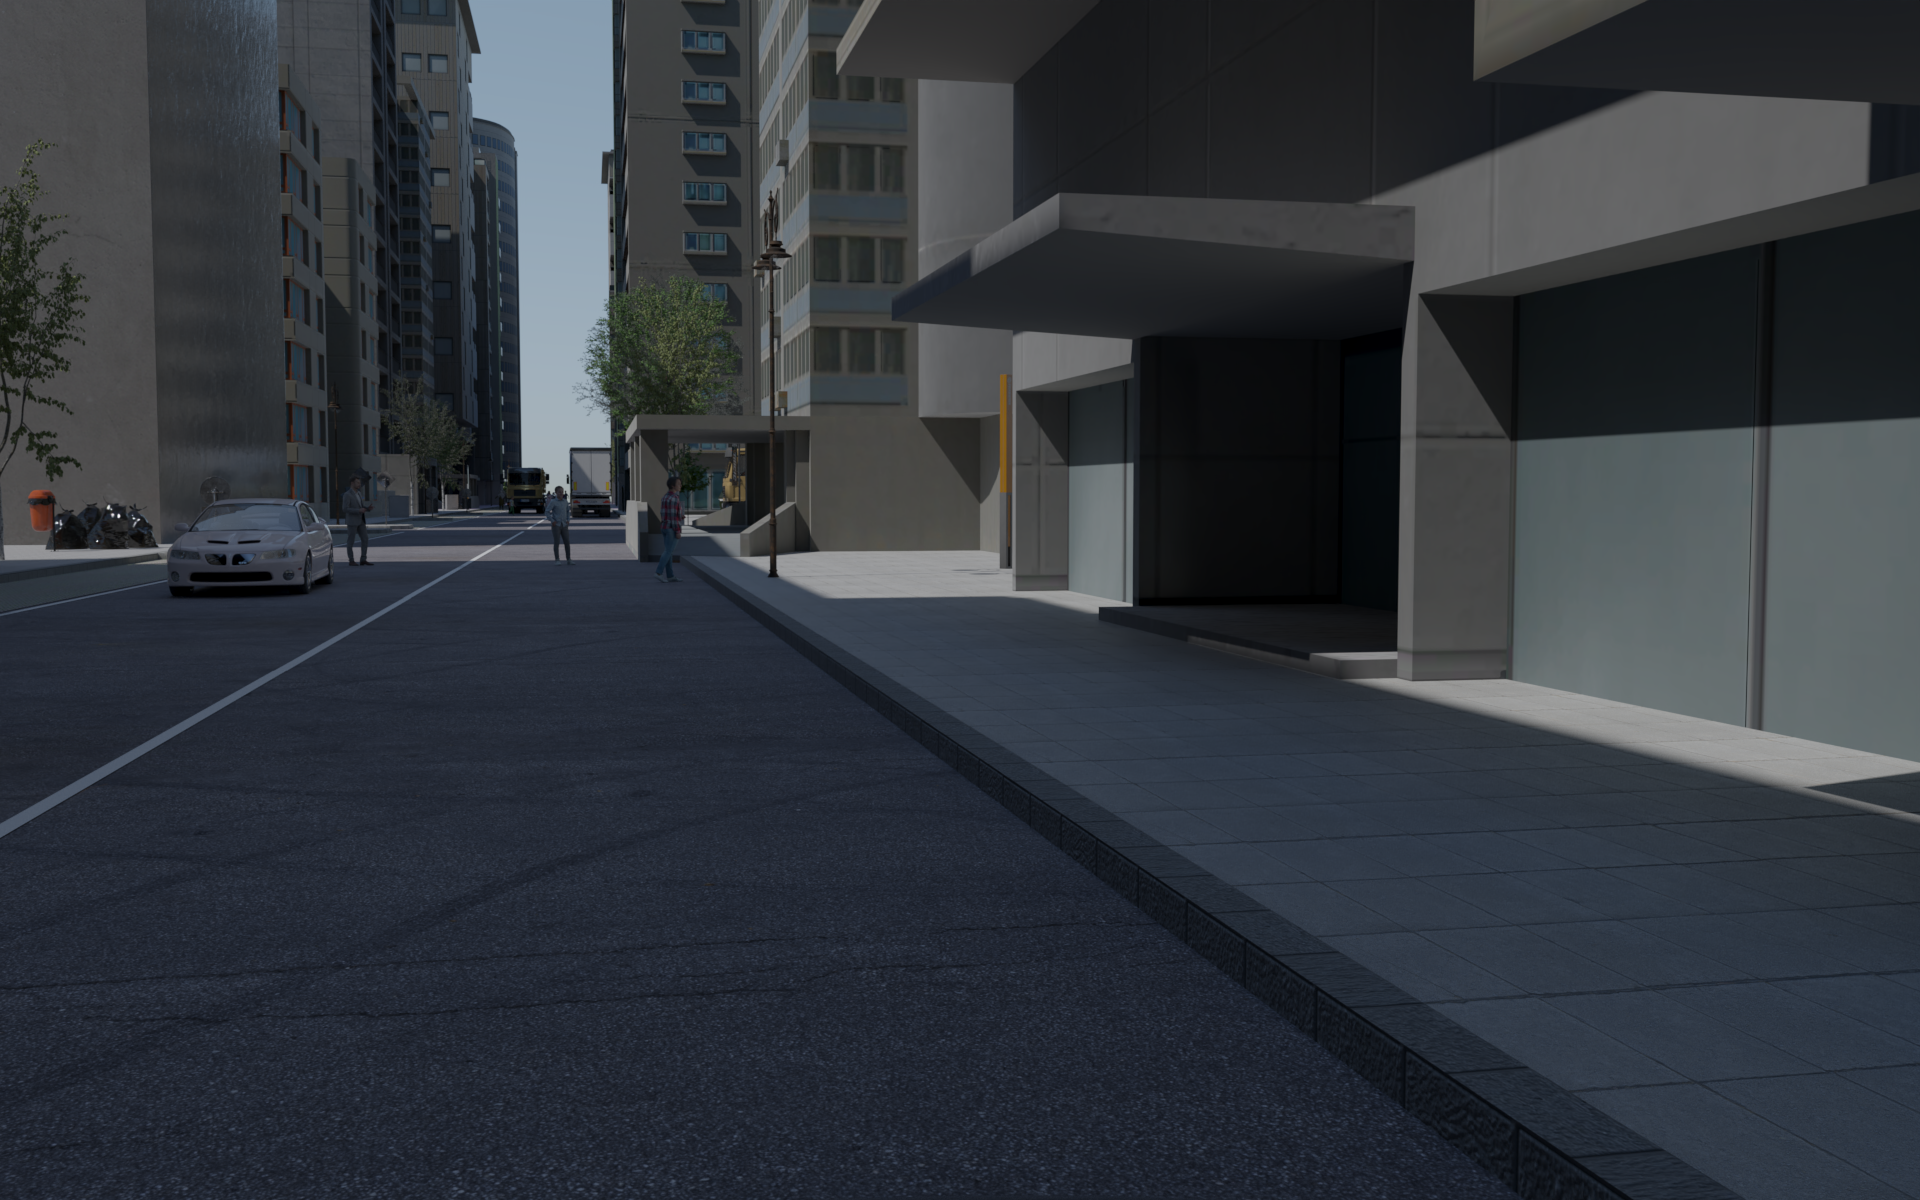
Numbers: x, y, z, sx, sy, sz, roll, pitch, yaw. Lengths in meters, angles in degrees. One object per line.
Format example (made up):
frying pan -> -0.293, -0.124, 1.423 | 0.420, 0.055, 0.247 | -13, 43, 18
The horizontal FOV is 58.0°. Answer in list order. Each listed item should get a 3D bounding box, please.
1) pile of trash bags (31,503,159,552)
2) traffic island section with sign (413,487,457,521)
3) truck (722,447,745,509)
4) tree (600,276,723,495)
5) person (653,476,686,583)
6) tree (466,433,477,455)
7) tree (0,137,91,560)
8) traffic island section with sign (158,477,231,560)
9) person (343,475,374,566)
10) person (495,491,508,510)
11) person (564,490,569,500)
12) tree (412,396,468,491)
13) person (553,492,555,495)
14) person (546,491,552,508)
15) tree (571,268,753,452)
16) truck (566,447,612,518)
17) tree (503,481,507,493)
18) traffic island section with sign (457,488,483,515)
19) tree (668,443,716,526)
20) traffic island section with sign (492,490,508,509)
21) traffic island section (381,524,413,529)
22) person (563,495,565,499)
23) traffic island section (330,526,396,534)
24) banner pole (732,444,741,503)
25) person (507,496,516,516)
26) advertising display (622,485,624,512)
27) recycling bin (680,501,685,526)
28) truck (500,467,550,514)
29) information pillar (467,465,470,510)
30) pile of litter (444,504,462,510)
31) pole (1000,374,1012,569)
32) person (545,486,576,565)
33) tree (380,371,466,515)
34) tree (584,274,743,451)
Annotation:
pile of trash bags -> -20.267, -1.853, 40.054 | 1.912, 1.369, 3.447 | 0, 4, 7
traffic island section with sign -> -28.311, -5.165, 93.070 | 1.989, 1.847, 2.006 | -1, 4, -12
truck -> -5.707, -4.618, 71.425 | 9.791, 3.379, 3.469 | -1, 4, -11
tree -> -9.657, -6.564, 57.689 | 4.737, 8.622, 4.395 | 0, 3, 0
person -> -4.736, -1.153, 28.189 | 0.643, 1.720, 0.563 | -2, 4, -27
tree -> -40.183, -11.297, 135.061 | 4.360, 8.622, 3.978 | 0, 3, 0
tree -> -18.618, -5.068, 33.223 | 4.737, 8.622, 4.395 | 0, 3, 0
traffic island section with sign -> -16.669, -1.839, 38.700 | 1.989, 1.847, 2.006 | -1, 4, -12
person -> -12.000, -1.584, 34.594 | 0.583, 1.804, 0.606 | 1, 4, 11
person -> -41.404, -8.999, 156.369 | 1.217, 1.736, 0.721 | -1, 4, -9
person -> -42.737, -10.958, 187.643 | 1.348, 1.826, 0.705 | 3, 4, 38
tree -> -39.139, -10.948, 129.366 | 4.737, 8.622, 4.395 | 0, 3, 0
person -> -63.182, -15.876, 268.792 | 1.217, 1.743, 0.721 | 2, 4, 27
person -> -37.105, -9.008, 156.443 | 0.621, 1.740, 0.551 | 1, 4, 18
tree -> -16.182, -11.254, 94.374 | 12.009, 13.543, 11.850 | 0, 3, 0
truck -> -23.327, -7.352, 109.121 | 2.839, 4.237, 11.283 | -1, 4, -13
tree -> -58.043, -13.741, 219.269 | 1.663, 3.219, 1.824 | 0, 3, 0
traffic island section with sign -> -33.998, -6.786, 119.571 | 1.989, 1.847, 2.006 | -1, 4, -12
tree -> -9.894, -4.175, 62.861 | 1.663, 3.219, 1.824 | 0, 3, 0
traffic island section with sign -> -44.532, -9.791, 168.713 | 1.989, 1.847, 2.006 | -1, 4, -12
traffic island section -> -23.617, -2.994, 71.235 | 2.009, 0.180, 2.903 | -1, 4, -12
person -> -40.688, -10.177, 178.115 | 0.599, 1.433, 0.991 | -3, 4, -39
traffic island section -> -21.943, -2.517, 63.427 | 2.009, 0.180, 2.903 | -1, 4, -12
banner pole -> -8.197, -4.498, 63.557 | 0.401, 3.779, 0.863 | 1, 4, 18
person -> -29.560, -6.198, 114.088 | 0.590, 1.304, 0.306 | 0, 4, -2
advertising display -> -24.440, -7.366, 125.652 | 0.123, 1.923, 0.974 | -1, 4, -8
recycling bin -> -10.175, -2.970, 61.113 | 0.722, 1.027, 0.722 | -2, 4, -31
truck -> -31.978, -8.068, 127.833 | 3.469, 3.379, 9.791 | -1, 4, -12
information pillar -> -39.940, -9.125, 140.547 | 0.183, 3.616, 0.504 | -1, 4, -13
pile of litter -> -42.065, -7.957, 144.055 | 1.719, 0.858, 1.176 | -1, 4, -19
pole -> 0.789, -2.189, 29.642 | 0.158, 3.312, 0.155 | 0, 3, 0
person -> -8.060, -1.503, 34.891 | 0.589, 1.601, 0.330 | -2, 4, -34
tree -> -32.628, -9.379, 103.711 | 4.360, 8.622, 3.978 | 0, 3, 0
tree -> -13.814, -9.485, 80.843 | 9.928, 11.665, 9.643 | 0, 3, 0
